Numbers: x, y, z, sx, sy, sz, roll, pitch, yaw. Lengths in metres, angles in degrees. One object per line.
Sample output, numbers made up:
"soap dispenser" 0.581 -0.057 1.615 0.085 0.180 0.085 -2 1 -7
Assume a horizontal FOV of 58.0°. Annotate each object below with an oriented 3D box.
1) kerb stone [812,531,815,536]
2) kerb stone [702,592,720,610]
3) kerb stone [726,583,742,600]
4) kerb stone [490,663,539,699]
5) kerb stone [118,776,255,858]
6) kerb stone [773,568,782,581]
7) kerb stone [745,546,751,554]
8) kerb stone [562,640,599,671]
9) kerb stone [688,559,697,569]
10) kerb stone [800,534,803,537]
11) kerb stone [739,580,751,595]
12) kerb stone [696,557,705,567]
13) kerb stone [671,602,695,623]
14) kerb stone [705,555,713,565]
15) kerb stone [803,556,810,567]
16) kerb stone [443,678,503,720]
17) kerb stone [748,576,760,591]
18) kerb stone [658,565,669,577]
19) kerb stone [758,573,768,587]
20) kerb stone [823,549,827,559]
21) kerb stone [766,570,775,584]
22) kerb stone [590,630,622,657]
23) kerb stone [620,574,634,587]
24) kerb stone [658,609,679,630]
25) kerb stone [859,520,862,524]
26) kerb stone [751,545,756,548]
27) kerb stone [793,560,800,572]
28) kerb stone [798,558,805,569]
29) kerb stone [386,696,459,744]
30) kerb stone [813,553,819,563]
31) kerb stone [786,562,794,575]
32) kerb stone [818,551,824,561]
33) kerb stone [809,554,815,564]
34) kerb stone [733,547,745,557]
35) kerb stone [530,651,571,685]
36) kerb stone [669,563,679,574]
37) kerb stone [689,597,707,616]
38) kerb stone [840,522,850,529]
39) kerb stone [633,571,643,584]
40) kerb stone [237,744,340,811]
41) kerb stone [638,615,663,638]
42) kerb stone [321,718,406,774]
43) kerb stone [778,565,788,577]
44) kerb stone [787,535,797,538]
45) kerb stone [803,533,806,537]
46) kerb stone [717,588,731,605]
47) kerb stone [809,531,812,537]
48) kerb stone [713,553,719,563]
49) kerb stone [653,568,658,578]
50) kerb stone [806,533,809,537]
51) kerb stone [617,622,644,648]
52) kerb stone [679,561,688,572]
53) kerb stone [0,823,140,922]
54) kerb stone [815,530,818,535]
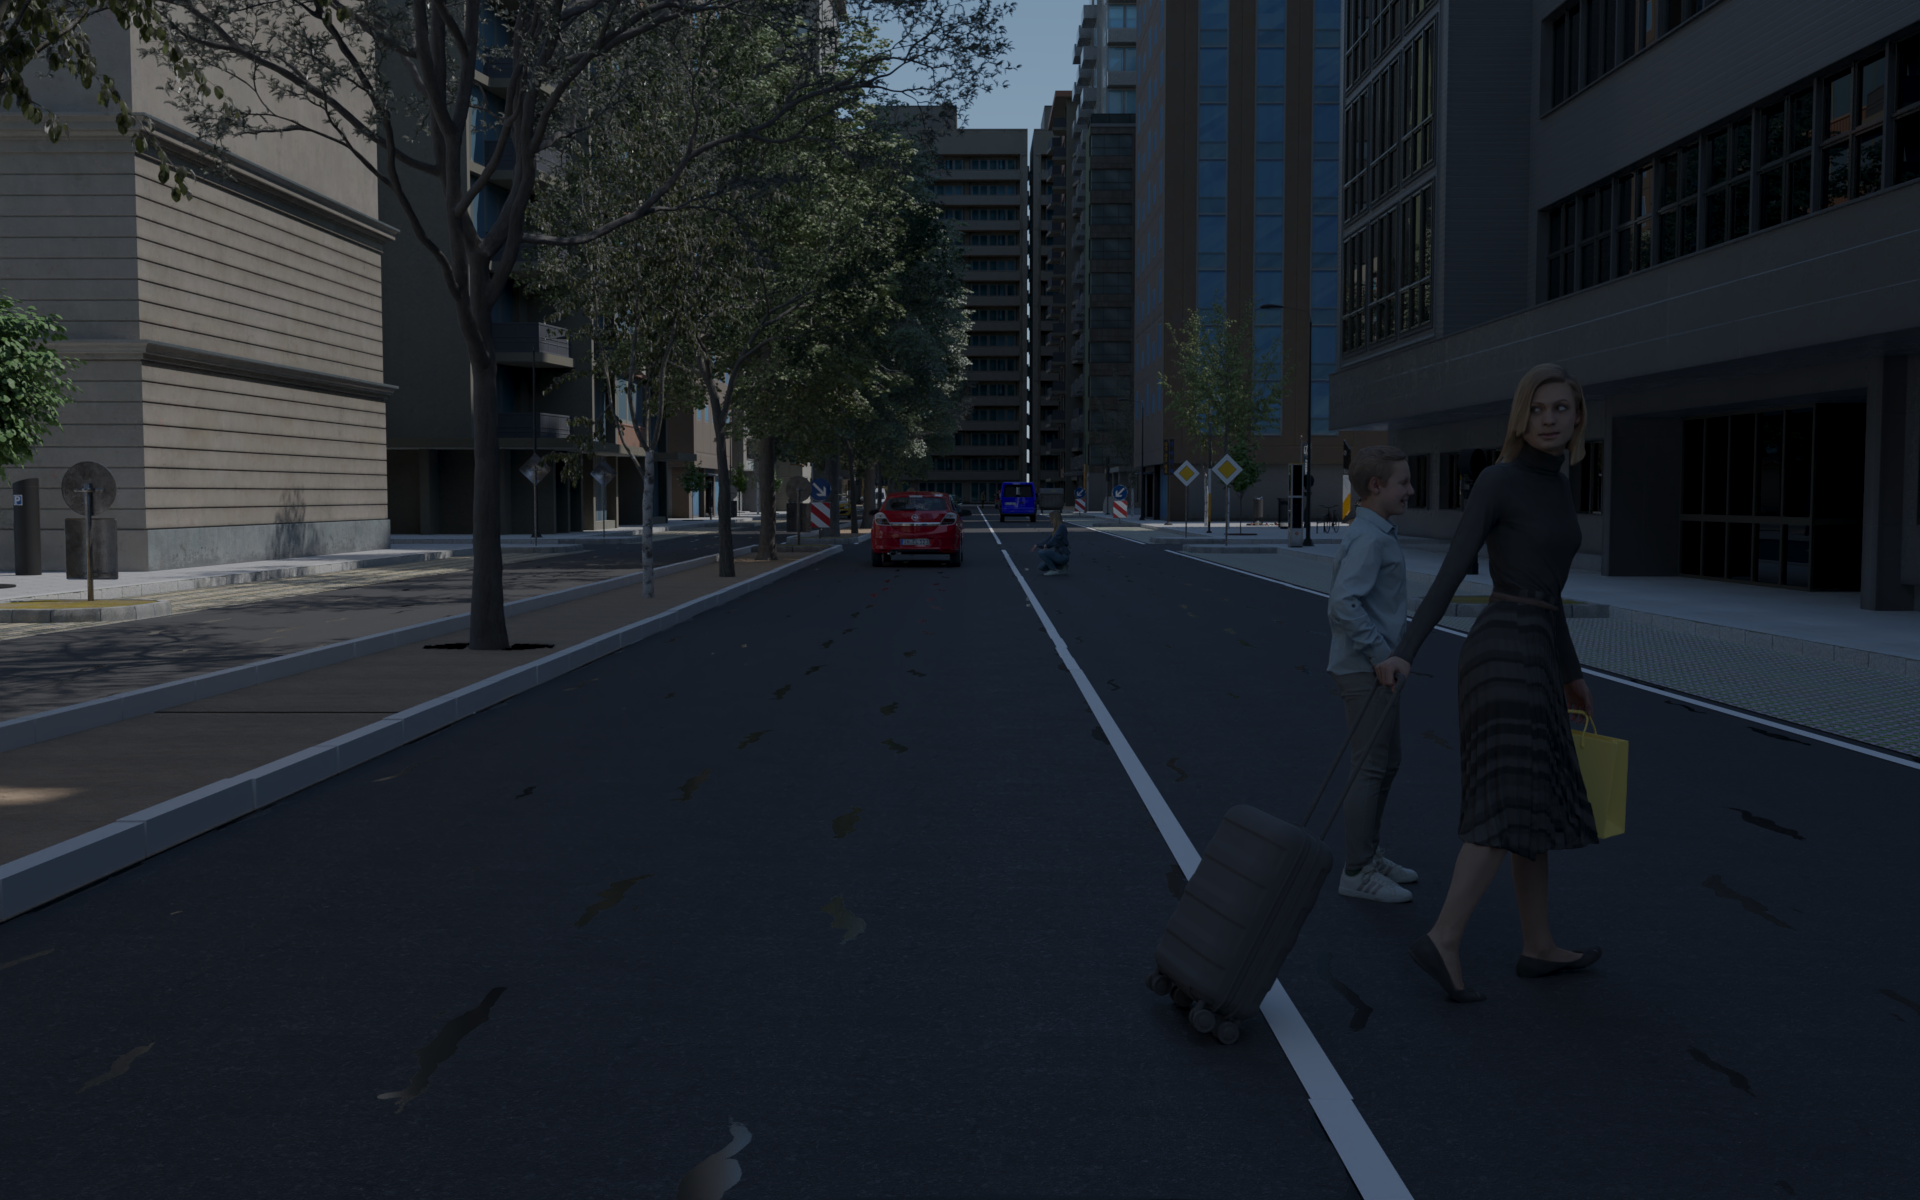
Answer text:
"kerb stone" -5.052 -2.196 58.093 0.120 0.150 1.000 0 4 0
"kerb stone" -3.166 0.034 21.645 0.120 0.150 1.000 0 4 0
"kerb stone" -3.150 -0.092 23.694 0.120 0.150 1.000 0 4 0
"kerb stone" -3.227 0.597 12.435 0.120 0.150 1.000 0 4 0
"kerb stone" -3.255 0.910 7.311 0.120 0.150 1.000 0 4 0
"kerb stone" -3.117 -0.399 28.825 0.120 0.150 1.000 0 4 0
"kerb stone" -5.158 -1.158 41.166 0.120 0.150 1.000 0 4 0
"kerb stone" -3.210 0.474 14.481 0.120 0.150 1.000 0 4 0
"kerb stone" -5.197 -0.656 32.970 0.120 0.150 1.000 0 4 0
"kerb stone" -5.073 -1.944 53.988 0.120 0.150 1.000 0 4 0
"kerb stone" -3.146 -0.154 24.726 0.120 0.150 1.000 0 4 0
"kerb stone" -5.194 -0.717 33.992 0.120 0.150 1.000 0 4 0
"kerb stone" -3.173 0.159 19.599 0.120 0.150 1.000 0 4 0
"kerb stone" -5.190 -0.784 35.019 0.120 0.150 1.000 0 4 0
"kerb stone" -3.093 -0.720 33.962 0.120 0.150 1.000 0 4 0
"kerb stone" -3.226 0.659 11.413 0.120 0.150 1.000 0 4 0
"kerb stone" -3.135 -0.216 25.756 0.120 0.150 1.000 0 4 0
"kerb stone" -5.219 -0.470 29.888 0.120 0.150 1.000 0 4 0
"kerb stone" -3.130 -0.277 26.780 0.120 0.150 1.000 0 4 0
"kerb stone" -3.071 -0.967 38.069 0.120 0.150 1.000 0 4 0
"kerb stone" -3.124 -0.343 27.803 0.120 0.150 1.000 0 4 0
"kerb stone" -3.207 0.410 15.503 0.120 0.150 1.000 0 4 0
"kerb stone" -5.240 -0.279 26.805 0.120 0.150 1.000 0 4 0
"kerb stone" -3.182 0.231 18.578 0.120 0.150 1.000 0 4 0
"kerb stone" -4.877 -3.952 86.816 0.120 0.150 1.000 0 4 0
"kerb stone" -5.150 -1.222 42.193 0.120 0.150 1.000 0 4 0
"kerb stone" -3.105 -0.594 31.907 0.120 0.150 1.000 0 4 0
"kerb stone" -3.105 -0.654 32.935 0.120 0.150 1.000 0 4 0
"kerb stone" -3.233 0.722 10.391 0.120 0.150 1.000 0 4 0
"kerb stone" -3.080 -0.845 36.016 0.120 0.150 1.000 0 4 0
"kerb stone" -3.112 -0.531 30.879 0.120 0.150 1.000 0 4 0
"kerb stone" -3.073 -0.908 37.041 0.120 0.150 1.000 0 4 0
"kerb stone" -3.089 -0.781 34.984 0.120 0.150 1.000 0 4 0
"kerb stone" -5.158 -1.097 40.136 0.120 0.150 1.000 0 4 0
"kerb stone" -3.215 0.537 13.459 0.120 0.150 1.000 0 4 0
"kerb stone" -5.206 -0.533 30.915 0.120 0.150 1.000 0 4 0
"kerb stone" -3.175 0.096 20.623 0.120 0.150 1.000 0 4 0
"kerb stone" -4.949 -3.198 74.490 0.120 0.150 1.000 0 4 0
"kerb stone" -5.232 -0.343 27.828 0.120 0.150 1.000 0 4 0
"kerb stone" -3.241 0.852 8.334 0.120 0.150 1.000 0 4 0
"kerb stone" -3.190 0.288 17.555 0.120 0.150 1.000 0 4 0
"kerb stone" -3.233 0.789 9.356 0.120 0.150 1.000 0 4 0
"kerb stone" -3.116 -0.469 29.857 0.120 0.150 1.000 0 4 0
"kerb stone" -5.083 -1.819 51.943 0.120 0.150 1.000 0 4 0
"kerb stone" -5.072 -2.007 55.010 0.120 0.150 1.000 0 4 0
"kerb stone" -3.157 -0.023 22.667 0.120 0.150 1.000 0 4 0
"kerb stone" -5.061 -2.124 57.059 0.120 0.150 1.000 0 4 0
"kerb stone" -5.183 -0.844 36.048 0.120 0.150 1.000 0 4 0
"kerb stone" -5.224 -0.405 28.859 0.120 0.150 1.000 0 4 0
"kerb stone" -5.063 -2.070 56.037 0.120 0.150 1.000 0 4 0
"kerb stone" -3.194 0.348 16.529 0.120 0.150 1.000 0 4 0
"kerb stone" -5.207 -0.596 31.944 0.120 0.150 1.000 0 4 0
"kerb stone" -3.258 0.977 6.290 0.120 0.150 1.000 0 4 0
"kerb stone" -5.047 -2.258 59.115 0.120 0.150 1.000 0 4 0
